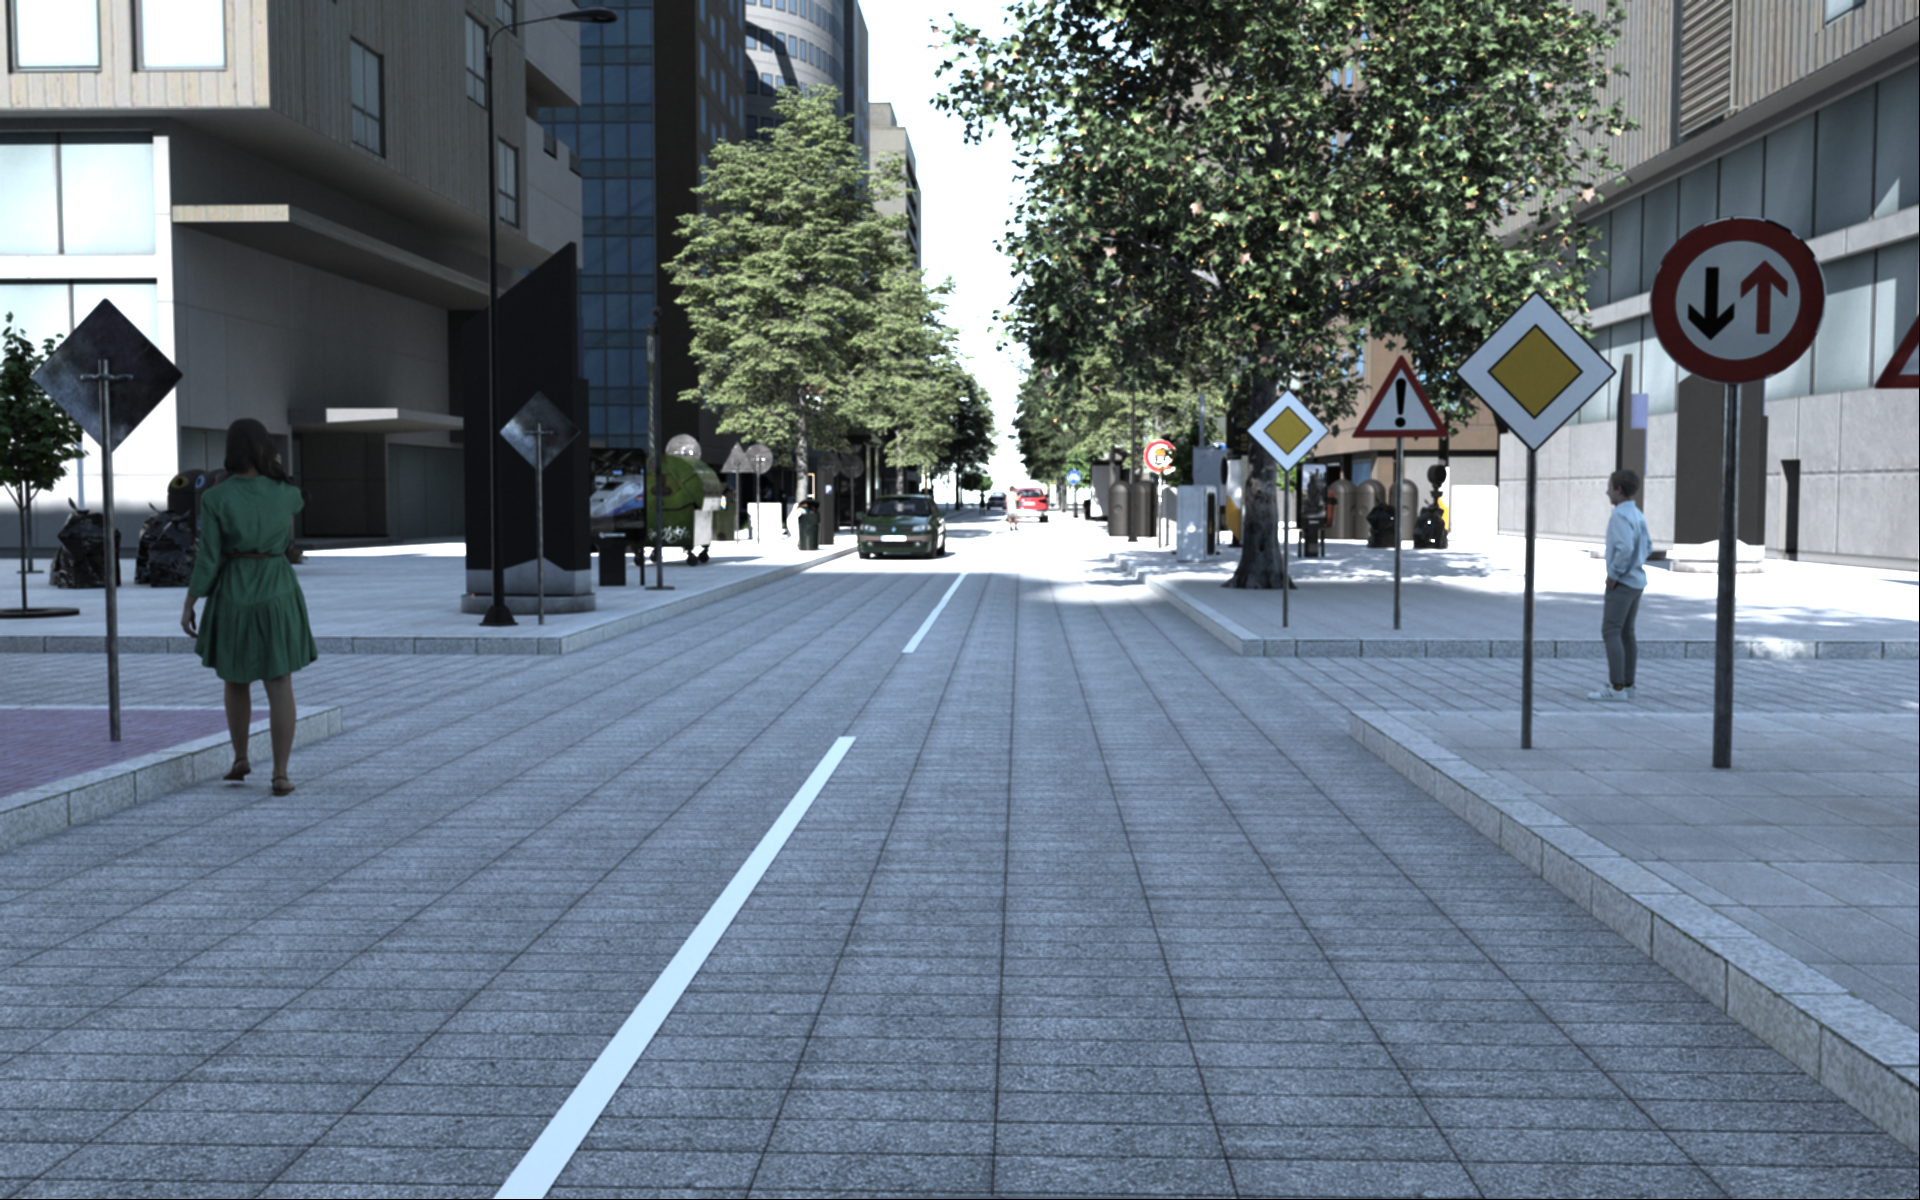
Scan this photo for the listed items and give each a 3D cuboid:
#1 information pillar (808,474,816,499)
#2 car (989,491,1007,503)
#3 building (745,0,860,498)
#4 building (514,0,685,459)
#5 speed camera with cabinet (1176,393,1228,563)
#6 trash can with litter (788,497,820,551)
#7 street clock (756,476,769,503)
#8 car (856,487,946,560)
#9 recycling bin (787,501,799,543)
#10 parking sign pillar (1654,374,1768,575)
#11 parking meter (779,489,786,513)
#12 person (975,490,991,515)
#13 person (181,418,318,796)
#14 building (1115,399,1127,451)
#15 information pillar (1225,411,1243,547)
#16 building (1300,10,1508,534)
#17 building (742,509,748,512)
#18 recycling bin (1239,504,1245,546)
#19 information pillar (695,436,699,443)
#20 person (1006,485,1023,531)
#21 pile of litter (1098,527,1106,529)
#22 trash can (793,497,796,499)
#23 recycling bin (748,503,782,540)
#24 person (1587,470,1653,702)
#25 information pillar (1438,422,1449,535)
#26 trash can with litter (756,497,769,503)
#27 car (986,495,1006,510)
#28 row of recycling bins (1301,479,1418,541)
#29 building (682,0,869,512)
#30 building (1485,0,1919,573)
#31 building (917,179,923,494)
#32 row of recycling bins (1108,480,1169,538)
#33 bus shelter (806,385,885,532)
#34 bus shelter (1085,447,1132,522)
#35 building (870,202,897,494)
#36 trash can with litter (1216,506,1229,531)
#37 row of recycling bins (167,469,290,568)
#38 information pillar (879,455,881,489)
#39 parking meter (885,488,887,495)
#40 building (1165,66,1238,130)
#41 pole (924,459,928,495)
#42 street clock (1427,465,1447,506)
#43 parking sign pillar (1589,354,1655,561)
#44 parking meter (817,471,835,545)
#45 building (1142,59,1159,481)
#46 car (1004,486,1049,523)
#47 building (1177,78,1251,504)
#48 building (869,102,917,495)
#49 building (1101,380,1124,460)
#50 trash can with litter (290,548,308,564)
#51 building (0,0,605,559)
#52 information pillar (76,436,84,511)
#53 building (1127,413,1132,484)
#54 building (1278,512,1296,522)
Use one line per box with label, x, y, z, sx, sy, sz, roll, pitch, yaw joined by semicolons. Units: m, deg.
information pillar;-5.409;-3.570;62.857;0.304;2.012;0.304;0;4;7
car;4.661;-12.206;208.240;2.281;1.827;5.304;0;4;1
building;-19.397;-35.992;130.466;21.231;58.520;28.212;0;4;2
building;-18.397;-26.553;84.253;14.600;45.320;14.200;0;4;2
speed camera with cabinet;4.670;-2.380;33.253;0.660;3.252;2.038;1;4;20
trash can with litter;-3.530;-1.708;39.318;0.624;1.170;1.055;-1;4;-17
street clock;-7.727;-3.864;67.747;0.471;2.002;0.358;-2;4;-25
car;-1.287;-1.796;39.154;2.009;1.686;4.222;0;4;4
recycling bin;-4.111;-2.044;45.970;0.722;1.027;0.722;-3;4;-36
parking sign pillar;12.385;-2.428;28.175;1.447;3.967;1.447;3;5;42
parking meter;-8.811;-4.756;86.169;0.372;1.533;0.369;0;3;0
person;1.567;-6.736;119.418;1.217;1.735;0.721;1;4;22
person;-3.407;0.025;8.346;0.600;1.795;0.529;-3;4;-38
building;30.699;-36.283;212.837;23.786;49.044;30.456;0;4;2
information pillar;6.609;-3.083;41.759;0.183;3.616;0.504;-2;4;-32
building;20.345;-25.160;61.479;14.600;45.320;14.200;0;4;2
building;-26.111;-25.232;104.419;32.217;40.220;23.993;0;4;2
recycling bin;7.266;-1.841;42.654;0.722;1.027;0.722;3;4;37
information pillar;-10.597;-4.760;69.174;0.183;3.616;0.504;3;5;43
person;2.175;-3.604;67.777;0.716;1.782;0.532;2;4;35
pile of litter;5.961;-3.053;63.875;1.719;0.858;1.176;2;4;34
trash can;-8.595;-4.752;89.351;0.748;1.137;0.748;0;3;0
recycling bin;-5.453;-2.191;48.381;0.722;1.027;0.722;-2;4;-35
person;4.651;-0.113;12.158;0.589;1.601;0.330;-3;5;-44
information pillar;15.061;-3.829;53.952;0.183;3.616;0.504;-1;4;-14
trash can with litter;-8.278;-3.680;71.553;0.624;1.170;1.055;-2;4;-28
car;3.316;-8.890;157.939;1.945;1.354;3.894;0;4;3
row of recycling bins;11.130;-2.524;48.387;3.534;1.692;1.069;3;5;41
building;-15.442;-30.717;152.332;14.600;45.320;14.200;0;4;2
building;28.231;-27.397;37.185;27.495;52.752;28.713;0;4;2
building;-12.449;-35.838;236.066;14.600;45.320;14.200;0;4;2
row of recycling bins;5.883;-2.700;51.255;3.534;1.692;1.069;3;5;40
bus shelter;-4.133;-5.188;62.451;2.179;5.291;8.768;0;4;2
bus shelter;6.713;-5.128;77.762;2.014;3.302;5.546;0;4;2
building;-22.981;-30.827;195.895;32.217;40.220;23.993;0;4;2
trash can with litter;8.997;-2.996;60.367;1.055;1.170;0.624;-2;4;-26
row of recycling bins;-11.800;-1.275;27.960;1.069;1.692;3.534;-3;5;-42
information pillar;-4.242;-5.862;87.198;0.504;3.616;0.183;1;4;16
parking meter;-3.367;-4.123;75.824;0.372;1.533;0.369;0;3;0
building;26.749;-31.179;133.472;21.300;48.544;21.600;0;4;2
pole;-1.653;-5.529;84.240;0.158;3.312;0.155;0;3;0
street clock;11.876;-2.359;43.137;0.471;2.002;0.358;-2;4;-32
parking sign pillar;13.159;-2.785;34.010;1.447;3.967;1.447;1;4;16
parking meter;-3.355;-2.302;43.351;0.399;1.863;0.255;-3;5;-42
building;23.597;-28.626;151.629;14.154;41.232;14.086;0;4;2
car;3.375;-4.809;87.292;2.281;1.827;5.304;0;3;0
building;26.204;-48.526;106.065;22.319;86.520;31.000;0;4;2
building;-16.698;-36.363;218.240;21.300;48.544;21.600;0;4;2
building;30.724;-37.644;239.177;21.300;48.544;21.600;0;4;2
trash can with litter;-12.555;-1.252;31.851;1.055;1.170;0.624;0;4;-4
building;-26.108;-27.899;45.384;28.713;52.752;27.495;0;4;2
information pillar;-14.141;-2.230;27.822;0.183;3.616;0.504;-2;4;-28
building;25.470;-31.035;191.018;14.154;41.232;14.086;0;4;2
building;21.050;-24.471;83.694;14.154;41.232;14.086;0;4;2
